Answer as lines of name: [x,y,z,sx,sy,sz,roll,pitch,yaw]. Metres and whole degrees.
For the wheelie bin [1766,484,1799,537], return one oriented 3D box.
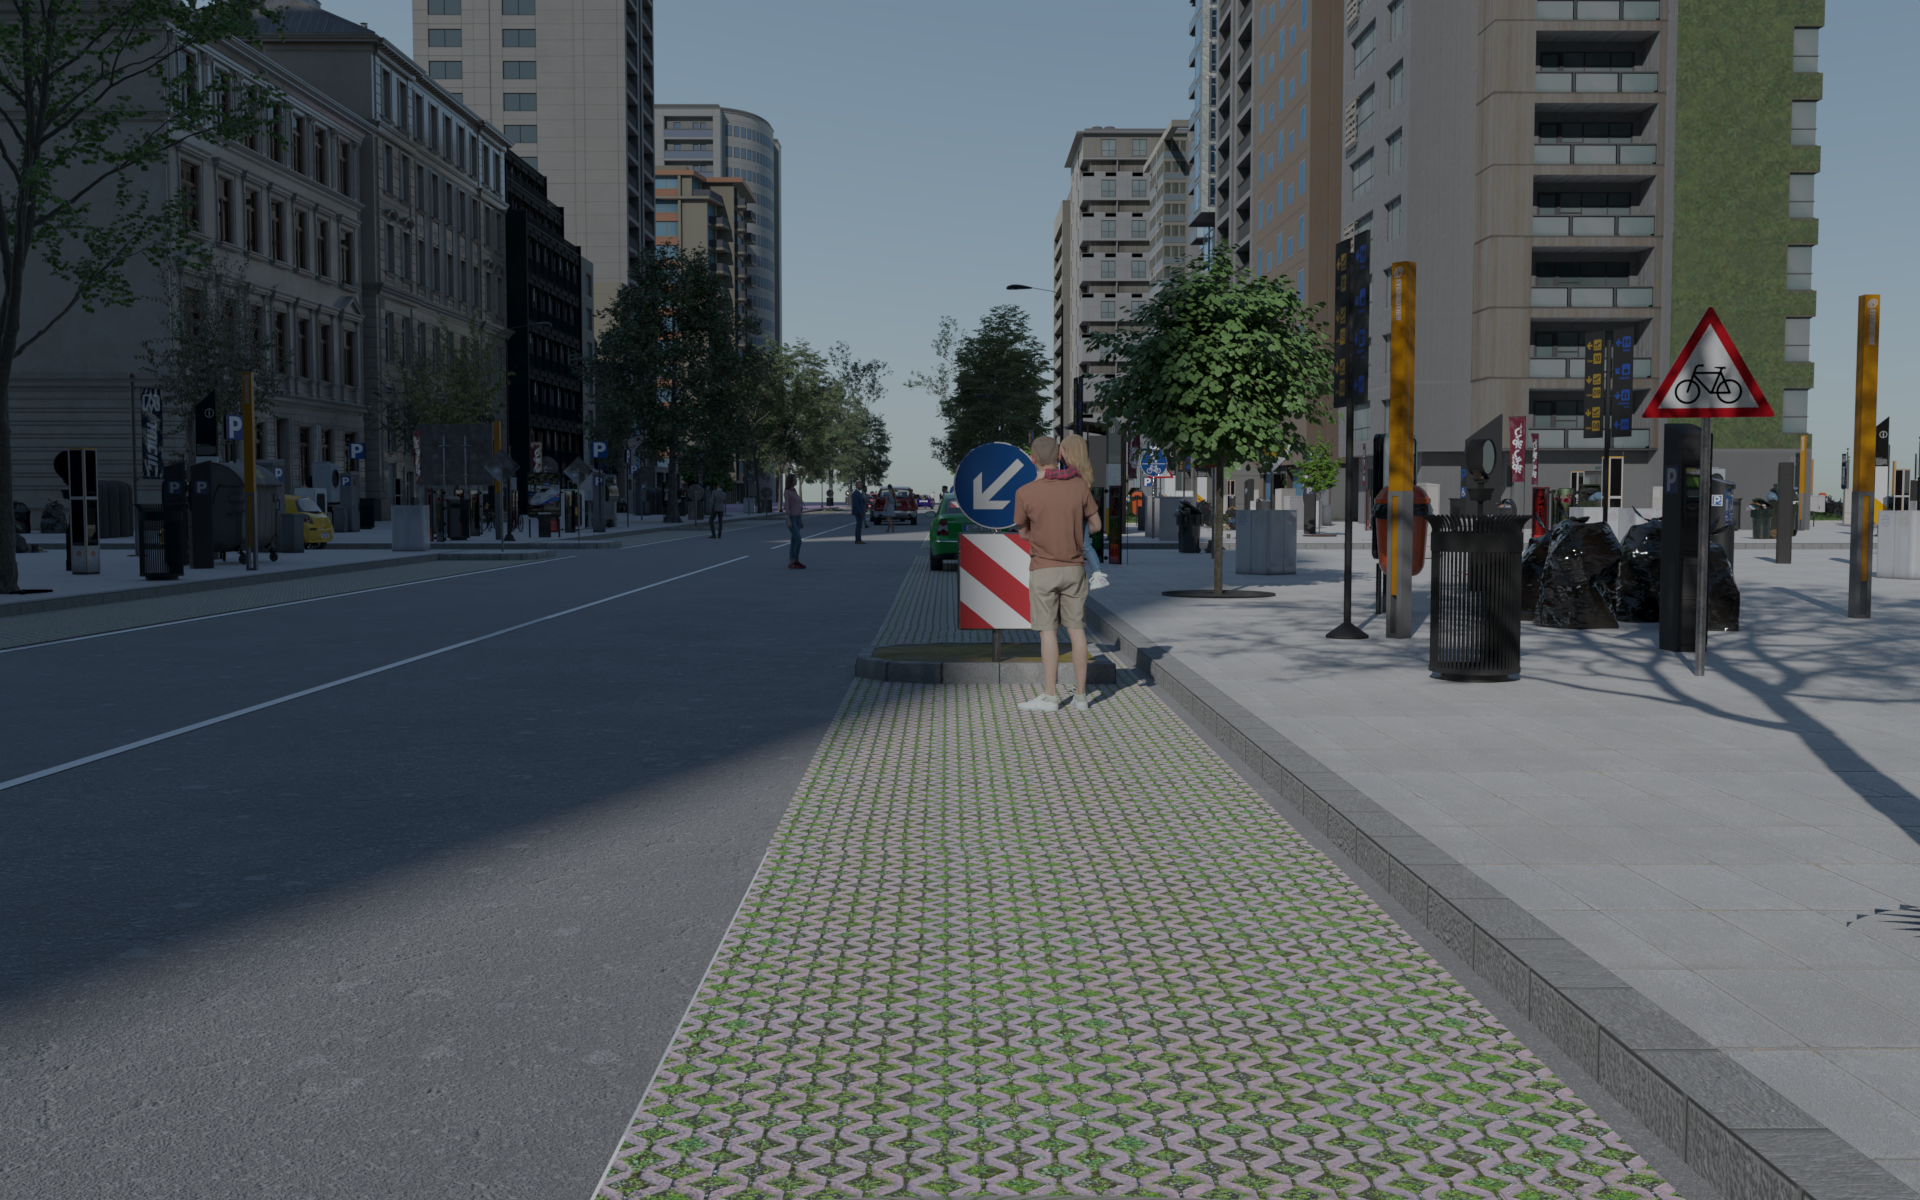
wheelie bin: [24.806,-2.717,52.330,0.980,1.594,0.693,-1,4,-14]

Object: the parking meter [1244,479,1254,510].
parking meter: [11.134,-3.731,66.719,0.255,1.863,0.399,-1,4,-18]

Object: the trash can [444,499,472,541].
trash can: [-13.905,-2.223,47.997,0.748,1.137,0.748,0,3,0]

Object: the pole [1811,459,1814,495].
pole: [49.440,-6.529,100.595,0.158,3.312,0.155,0,3,0]

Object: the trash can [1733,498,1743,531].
trash can: [26.783,-2.966,60.150,0.748,1.137,0.748,0,3,0]

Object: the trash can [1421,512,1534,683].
trash can: [3.555,-0.018,11.941,0.748,1.137,0.748,0,3,0]

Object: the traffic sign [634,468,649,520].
traffic sign: [-15.607,-5.184,84.859,0.768,2.556,0.104,0,4,8]

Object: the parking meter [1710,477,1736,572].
parking meter: [11.329,-1.062,25.781,0.372,1.533,0.369,0,3,0]

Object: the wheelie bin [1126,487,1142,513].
wheelie bin: [8.319,-4.538,82.106,0.693,1.594,0.980,3,5,45]

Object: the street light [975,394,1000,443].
street light: [1.413,-6.617,80.733,1.470,5.913,1.316,0,4,0]

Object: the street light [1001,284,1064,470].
street light: [1.724,-4.034,38.504,1.470,5.913,1.316,0,4,0]

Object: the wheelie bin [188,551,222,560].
wheelie bin: [-14.792,-1.599,34.054,0.693,1.594,0.980,0,4,-7]

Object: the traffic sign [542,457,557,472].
traffic sign: [-14.126,-3.610,59.133,0.768,2.556,0.104,0,4,2]

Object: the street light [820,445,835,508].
street light: [-12.459,-11.658,163.147,1.470,5.913,1.316,0,4,0]

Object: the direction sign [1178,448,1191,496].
direction sign: [7.913,-4.229,61.148,0.379,3.537,0.876,-1,4,-22]

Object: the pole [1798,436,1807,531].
pole: [29.428,-4.076,60.485,0.158,3.312,0.155,0,3,0]

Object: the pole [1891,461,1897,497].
pole: [57.552,-6.906,106.748,0.158,3.312,0.155,0,3,0]

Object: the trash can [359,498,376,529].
trash can: [-21.644,-3.146,63.088,0.748,1.137,0.748,0,3,0]

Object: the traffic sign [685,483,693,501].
traffic sign: [-14.733,-5.827,95.278,0.884,2.594,0.081,0,4,7]

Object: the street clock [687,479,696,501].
street clock: [-13.268,-4.958,85.625,0.358,2.002,0.471,1,4,16]

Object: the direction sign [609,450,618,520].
direction sign: [-17.253,-5.769,86.316,0.379,3.537,0.876,-3,4,-39]

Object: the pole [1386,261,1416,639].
pole: [3.904,-1.314,15.321,0.158,3.312,0.155,0,3,0]

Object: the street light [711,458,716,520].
street light: [-11.946,-7.015,87.239,1.470,5.913,1.316,0,4,0]

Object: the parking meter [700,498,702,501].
parking meter: [-15.796,-6.006,106.607,0.372,1.533,0.369,0,3,0]

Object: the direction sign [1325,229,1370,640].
direction sign: [3.454,-1.428,15.345,0.379,3.537,0.876,0,4,-5]

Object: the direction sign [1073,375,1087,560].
direction sign: [2.280,-2.538,33.489,0.379,3.537,0.876,0,4,-7]

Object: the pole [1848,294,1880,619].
pole: [9.302,-1.466,17.817,0.158,3.312,0.155,0,3,0]

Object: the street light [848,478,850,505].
street light: [-12.710,-14.288,206.143,1.470,5.913,1.316,0,4,0]

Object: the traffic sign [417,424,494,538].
traffic sign: [-14.657,-3.451,50.302,2.265,3.308,0.079,0,4,6]

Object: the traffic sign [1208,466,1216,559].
traffic sign: [5.024,-2.099,34.315,0.884,2.594,0.081,0,4,5]

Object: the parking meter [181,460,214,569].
parking meter: [-13.084,-1.473,29.788,0.399,1.863,0.255,-3,4,-39]

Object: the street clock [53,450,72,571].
street clock: [-14.807,-1.488,28.895,0.471,2.002,0.358,0,4,-2]

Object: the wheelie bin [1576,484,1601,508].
wheelie bin: [19.976,-2.873,54.878,0.980,1.594,0.693,3,4,36]

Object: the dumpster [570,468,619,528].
dumpster: [-13.681,-3.809,64.766,1.502,2.255,1.985,0,4,0]

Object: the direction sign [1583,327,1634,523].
direction sign: [8.944,-1.955,23.958,0.379,3.537,0.876,-2,4,-23]

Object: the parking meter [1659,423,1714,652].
parking meter: [5.928,-0.516,14.143,0.255,1.863,0.399,0,4,-4]

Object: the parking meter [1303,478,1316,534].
parking meter: [11.204,-3.046,55.513,0.399,1.863,0.255,1,4,22]

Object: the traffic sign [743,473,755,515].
traffic sign: [-12.733,-6.381,104.436,0.768,2.556,0.104,0,4,3]

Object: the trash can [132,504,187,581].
trash can: [-11.919,-0.867,25.835,0.748,1.137,0.748,0,3,0]

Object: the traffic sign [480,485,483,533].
traffic sign: [-15.330,-3.385,55.449,0.768,2.556,0.104,0,4,5]

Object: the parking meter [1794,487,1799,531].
parking meter: [27.610,-3.002,57.487,0.372,1.533,0.369,0,3,0]

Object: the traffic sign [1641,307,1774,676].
traffic sign: [5.216,-0.742,12.140,0.884,2.594,0.081,0,4,7]

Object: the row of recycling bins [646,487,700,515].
row of recycling bins: [-18.291,-6.389,111.578,3.534,1.692,1.069,-3,5,-39]

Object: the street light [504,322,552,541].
street light: [-11.719,-4.550,46.933,1.470,5.913,1.316,0,4,0]

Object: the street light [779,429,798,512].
street light: [-12.163,-9.193,122.843,1.470,5.913,1.316,0,4,0]

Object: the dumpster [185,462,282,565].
dumpster: [-13.552,-1.616,32.176,1.264,1.857,1.865,0,4,0]

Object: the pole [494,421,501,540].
pole: [-12.926,-3.342,48.485,0.158,3.312,0.155,0,3,0]

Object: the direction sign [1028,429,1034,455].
direction sign: [2.498,-4.214,60.896,0.379,3.537,0.876,0,4,-8]

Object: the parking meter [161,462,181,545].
parking meter: [-14.068,-1.547,31.005,0.399,1.863,0.255,-2,4,-25]

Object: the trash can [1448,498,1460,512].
trash can: [17.297,-2.960,60.046,0.748,1.137,0.748,0,3,0]

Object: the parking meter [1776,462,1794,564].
parking meter: [15.218,-1.605,31.953,0.255,1.863,0.399,2,4,24]

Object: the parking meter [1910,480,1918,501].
parking meter: [39.582,-4.041,71.782,0.399,1.863,0.255,-2,4,-30]

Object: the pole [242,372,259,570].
pole: [-11.908,-2.153,29.047,0.158,3.312,0.155,0,3,0]

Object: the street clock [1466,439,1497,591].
street clock: [6.860,-1.117,22.836,0.358,2.002,0.471,3,5,41]

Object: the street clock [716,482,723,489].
street clock: [-13.370,-5.606,96.230,0.471,2.002,0.358,-1,4,-13]

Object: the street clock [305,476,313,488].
street clock: [-25.375,-3.862,67.720,0.358,2.002,0.471,0,4,5]
